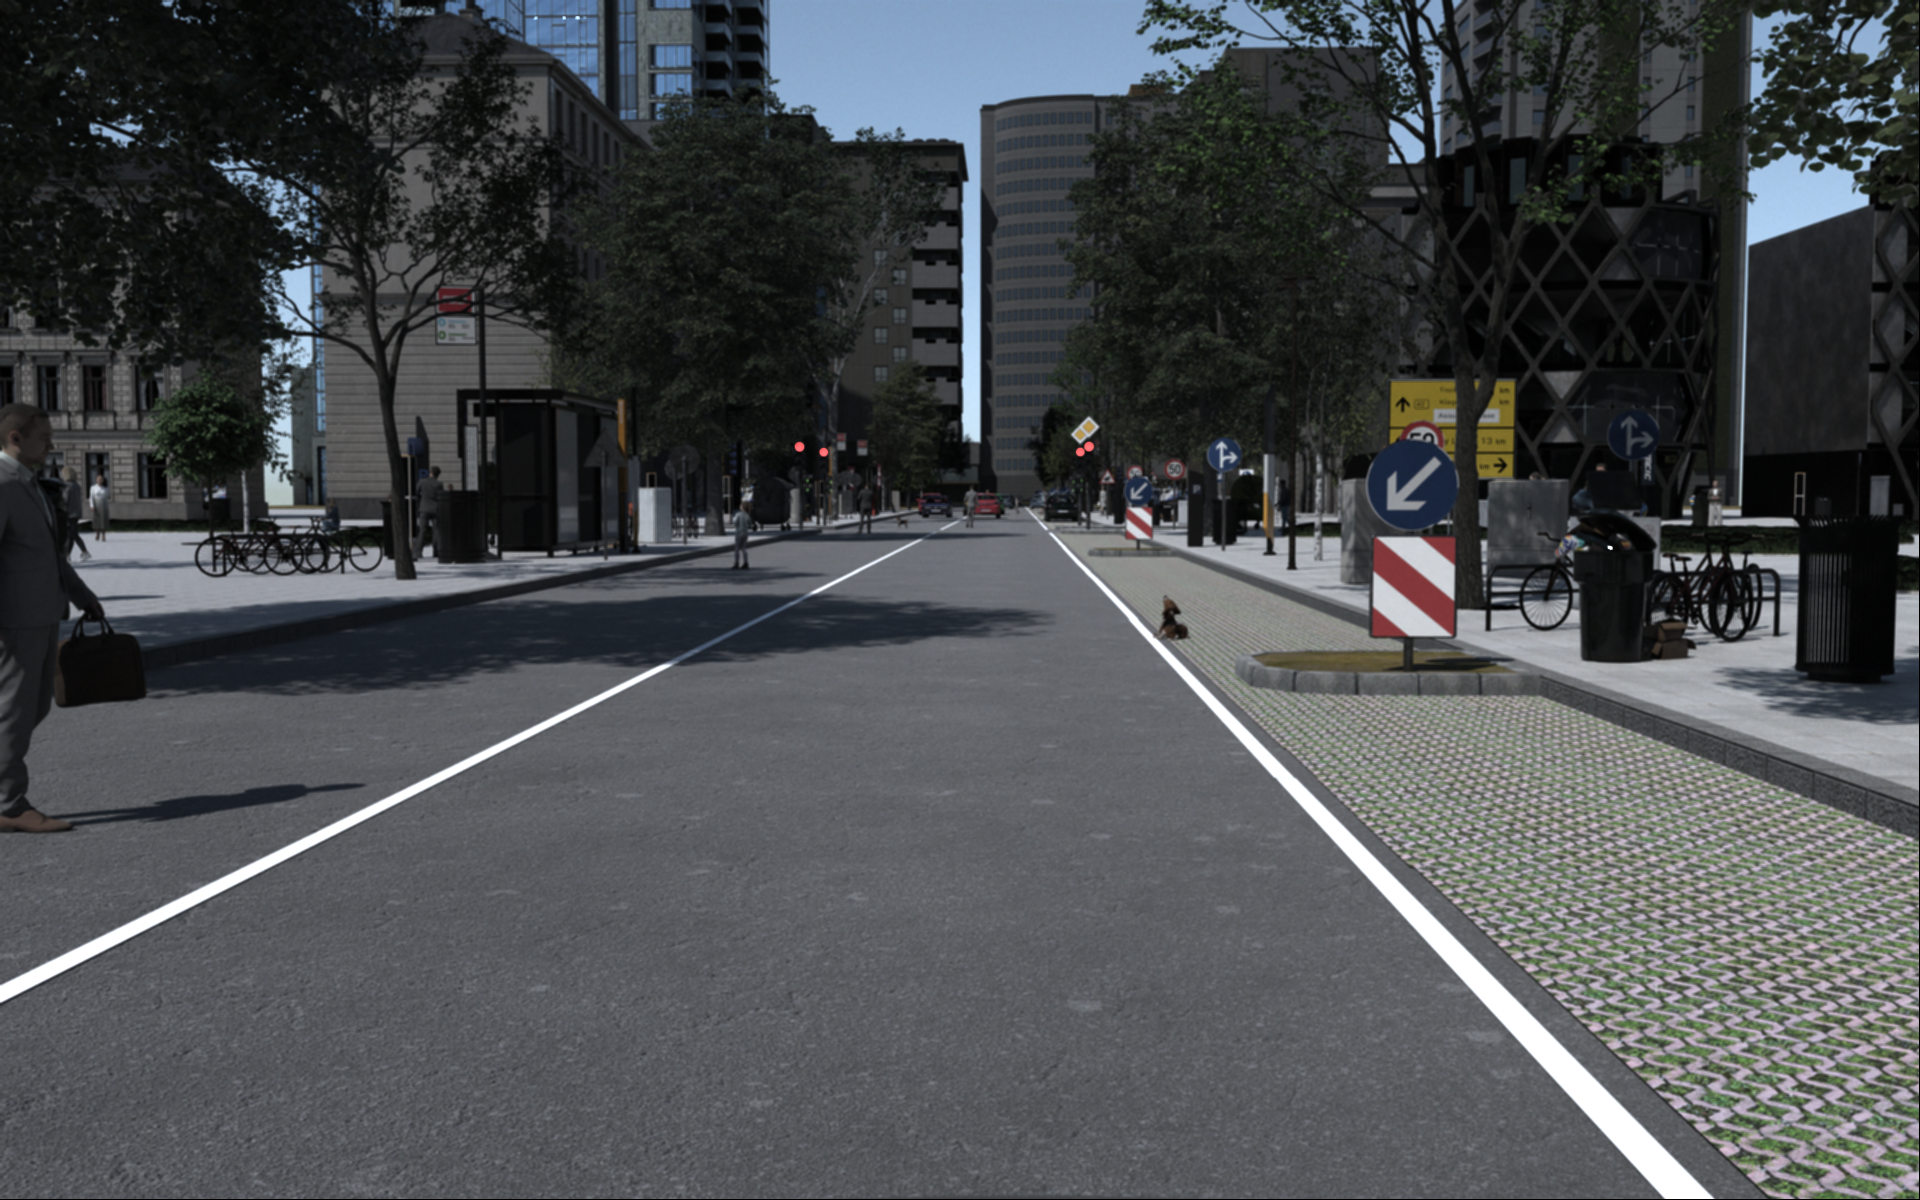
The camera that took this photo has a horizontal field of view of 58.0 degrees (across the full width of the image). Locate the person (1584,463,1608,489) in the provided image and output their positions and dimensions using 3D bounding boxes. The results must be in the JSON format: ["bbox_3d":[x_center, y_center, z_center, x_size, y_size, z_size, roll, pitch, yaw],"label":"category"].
[{"bbox_3d":[11.476,-1.552,31.334,0.836,1.842,0.656,2,4,32],"label":"person"}]

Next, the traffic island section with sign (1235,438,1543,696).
[{"bbox_3d":[3.154,-0.278,13.173,1.989,1.847,2.006,0,4,2],"label":"traffic island section with sign"}]

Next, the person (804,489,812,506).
[{"bbox_3d":[-15.402,-10.324,175.367,0.617,1.759,0.750,1,4,22],"label":"person"}]

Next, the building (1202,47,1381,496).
[{"bbox_3d":[30.919,-29.289,162.468,14.154,41.232,14.086,0,4,2],"label":"building"}]

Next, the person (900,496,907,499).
[{"bbox_3d":[-6.190,-10.806,185.949,0.991,1.433,0.599,-1,4,-17],"label":"person"}]

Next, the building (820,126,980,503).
[{"bbox_3d":[-10.679,-40.789,256.131,27.495,52.752,28.713,0,4,2],"label":"building"}]

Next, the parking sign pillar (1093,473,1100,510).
[{"bbox_3d":[10.425,-9.153,138.123,1.447,3.967,1.447,-1,4,-8],"label":"parking sign pillar"}]

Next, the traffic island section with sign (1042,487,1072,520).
[{"bbox_3d":[5.685,-5.343,95.993,1.989,1.847,2.006,0,4,2],"label":"traffic island section with sign"}]

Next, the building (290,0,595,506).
[{"bbox_3d":[-60.007,-54.099,197.196,31.000,86.520,22.319,0,4,2],"label":"building"}]

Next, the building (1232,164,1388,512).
[{"bbox_3d":[28.394,-19.360,134.554,12.078,24.808,19.932,0,4,2],"label":"building"}]

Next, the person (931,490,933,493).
[{"bbox_3d":[-3.523,-12.458,210.263,0.750,1.759,0.617,1,4,15],"label":"person"}]

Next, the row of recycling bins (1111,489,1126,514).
[{"bbox_3d":[10.541,-6.641,115.691,1.069,1.692,3.534,0,4,8],"label":"row of recycling bins"}]

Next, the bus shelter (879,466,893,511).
[{"bbox_3d":[-6.457,-9.407,131.432,2.179,5.291,8.768,0,4,2],"label":"bus shelter"}]

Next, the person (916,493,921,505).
[{"bbox_3d":[-4.659,-11.470,196.769,0.628,1.438,0.799,0,4,2],"label":"person"}]

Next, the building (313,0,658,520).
[{"bbox_3d":[-25.348,-18.340,97.123,12.463,27.353,25.104,0,4,2],"label":"building"}]

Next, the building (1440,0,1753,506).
[{"bbox_3d":[70.232,-39.879,194.023,28.212,58.520,21.231,0,4,2],"label":"building"}]

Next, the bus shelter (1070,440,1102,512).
[{"bbox_3d":[9.169,-9.077,126.036,2.179,5.291,8.768,0,4,2],"label":"bus shelter"}]

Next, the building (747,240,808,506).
[{"bbox_3d":[-24.101,-25.256,184.637,14.160,30.474,14.107,0,4,2],"label":"building"}]

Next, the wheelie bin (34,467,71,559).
[{"bbox_3d":[-10.966,-0.776,20.591,0.693,1.594,0.980,-3,4,-38],"label":"wheelie bin"}]

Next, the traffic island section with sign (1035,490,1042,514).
[{"bbox_3d":[6.502,-6.994,122.987,1.989,1.847,2.006,0,4,2],"label":"traffic island section with sign"}]

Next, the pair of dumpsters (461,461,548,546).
[{"bbox_3d":[-11.042,-2.480,43.040,1.574,2.255,4.437,0,4,2],"label":"pair of dumpsters"}]

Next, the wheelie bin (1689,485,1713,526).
[{"bbox_3d":[26.643,-3.307,61.975,0.980,1.594,0.693,0,4,-6],"label":"wheelie bin"}]

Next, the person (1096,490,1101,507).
[{"bbox_3d":[13.459,-9.908,168.867,0.721,1.723,1.217,-1,4,-12],"label":"person"}]

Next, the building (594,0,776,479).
[{"bbox_3d":[-28.530,-51.857,160.539,22.319,86.520,31.000,0,4,2],"label":"building"}]

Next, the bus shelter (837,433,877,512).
[{"bbox_3d":[-7.087,-8.498,116.582,2.179,5.291,8.768,0,4,2],"label":"bus shelter"}]

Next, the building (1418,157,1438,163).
[{"bbox_3d":[74.149,-38.397,251.499,21.600,48.544,21.300,0,4,2],"label":"building"}]

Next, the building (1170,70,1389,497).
[{"bbox_3d":[35.424,-34.948,195.098,21.300,48.544,21.600,0,4,2],"label":"building"}]

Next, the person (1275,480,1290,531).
[{"bbox_3d":[11.159,-3.253,59.579,0.721,1.781,0.623,0,4,4],"label":"person"}]

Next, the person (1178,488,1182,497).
[{"bbox_3d":[16.905,-7.771,133.442,0.601,1.785,0.444,-2,4,-32],"label":"person"}]

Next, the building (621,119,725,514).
[{"bbox_3d":[-23.937,-18.455,119.758,12.078,24.808,19.932,0,4,2],"label":"building"}]

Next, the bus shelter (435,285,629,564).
[{"bbox_3d":[-8.901,-3.568,35.971,2.179,5.291,8.768,0,4,2],"label":"bus shelter"}]

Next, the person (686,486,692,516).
[{"bbox_3d":[-16.263,-5.890,102.689,0.694,1.780,0.624,2,4,33],"label":"person"}]

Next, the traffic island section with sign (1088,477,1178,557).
[{"bbox_3d":[3.979,-1.926,40.116,1.989,1.847,2.006,0,4,2],"label":"traffic island section with sign"}]

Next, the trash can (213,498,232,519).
[{"bbox_3d":[-26.718,-3.120,62.665,0.748,1.137,0.748,0,3,0],"label":"trash can"}]

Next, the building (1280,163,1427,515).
[{"bbox_3d":[29.222,-16.566,112.655,13.314,21.916,24.055,0,4,2],"label":"building"}]

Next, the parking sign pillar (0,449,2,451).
[{"bbox_3d":[-39.889,-5.111,72.030,1.447,3.967,1.447,1,4,8],"label":"parking sign pillar"}]

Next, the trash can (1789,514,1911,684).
[{"bbox_3d":[6.097,-0.016,11.911,0.748,1.137,0.748,0,3,0],"label":"trash can"}]

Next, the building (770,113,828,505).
[{"bbox_3d":[-23.214,-33.675,200.702,14.200,45.320,14.600,0,4,2],"label":"building"}]

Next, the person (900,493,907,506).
[{"bbox_3d":[-5.985,-10.755,182.403,1.217,1.766,0.721,2,4,34],"label":"person"}]

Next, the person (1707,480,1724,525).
[{"bbox_3d":[25.417,-3.162,58.287,0.519,1.759,0.362,2,4,29],"label":"person"}]

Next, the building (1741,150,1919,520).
[{"bbox_3d":[52.580,-13.579,89.473,16.811,18.784,16.820,0,4,2],"label":"building"}]

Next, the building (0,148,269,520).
[{"bbox_3d":[-47.114,-13.780,89.935,19.286,19.102,10.561,0,4,2],"label":"building"}]

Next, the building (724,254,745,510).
[{"bbox_3d":[-24.479,-18.838,137.676,12.332,23.373,15.834,0,4,2],"label":"building"}]

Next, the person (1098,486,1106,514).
[{"bbox_3d":[9.018,-6.317,109.680,0.624,1.780,0.694,-3,5,-41],"label":"person"}]

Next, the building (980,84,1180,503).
[{"bbox_3d":[17.084,-43.459,252.560,28.212,58.520,21.231,0,4,2],"label":"building"}]

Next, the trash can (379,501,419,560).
[{"bbox_3d":[-11.042,-1.373,34.106,0.748,1.137,0.748,0,3,0],"label":"trash can"}]

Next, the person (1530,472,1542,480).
[{"bbox_3d":[10.986,-1.592,33.076,0.522,1.701,0.512,2,4,32],"label":"person"}]

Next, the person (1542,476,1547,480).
[{"bbox_3d":[18.275,-2.937,54.158,0.850,1.850,0.679,0,4,-5],"label":"person"}]

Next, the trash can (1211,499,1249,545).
[{"bbox_3d":[6.715,-1.974,43.931,0.748,1.137,0.748,0,3,0],"label":"trash can"}]

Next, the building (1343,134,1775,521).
[{"bbox_3d":[30.127,-13.652,90.654,16.811,18.784,16.820,0,4,2],"label":"building"}]

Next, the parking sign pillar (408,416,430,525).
[{"bbox_3d":[-18.518,-4.333,59.310,1.447,3.967,1.447,-2,4,-29],"label":"parking sign pillar"}]

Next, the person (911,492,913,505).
[{"bbox_3d":[-5.895,-12.334,209.174,0.415,1.643,0.593,2,4,27],"label":"person"}]

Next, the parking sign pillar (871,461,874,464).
[{"bbox_3d":[-7.111,-9.217,139.176,1.447,3.967,1.447,-1,4,-8],"label":"parking sign pillar"}]

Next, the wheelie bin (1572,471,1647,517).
[{"bbox_3d":[8.810,-0.960,23.601,0.980,1.594,0.693,0,4,0],"label":"wheelie bin"}]
